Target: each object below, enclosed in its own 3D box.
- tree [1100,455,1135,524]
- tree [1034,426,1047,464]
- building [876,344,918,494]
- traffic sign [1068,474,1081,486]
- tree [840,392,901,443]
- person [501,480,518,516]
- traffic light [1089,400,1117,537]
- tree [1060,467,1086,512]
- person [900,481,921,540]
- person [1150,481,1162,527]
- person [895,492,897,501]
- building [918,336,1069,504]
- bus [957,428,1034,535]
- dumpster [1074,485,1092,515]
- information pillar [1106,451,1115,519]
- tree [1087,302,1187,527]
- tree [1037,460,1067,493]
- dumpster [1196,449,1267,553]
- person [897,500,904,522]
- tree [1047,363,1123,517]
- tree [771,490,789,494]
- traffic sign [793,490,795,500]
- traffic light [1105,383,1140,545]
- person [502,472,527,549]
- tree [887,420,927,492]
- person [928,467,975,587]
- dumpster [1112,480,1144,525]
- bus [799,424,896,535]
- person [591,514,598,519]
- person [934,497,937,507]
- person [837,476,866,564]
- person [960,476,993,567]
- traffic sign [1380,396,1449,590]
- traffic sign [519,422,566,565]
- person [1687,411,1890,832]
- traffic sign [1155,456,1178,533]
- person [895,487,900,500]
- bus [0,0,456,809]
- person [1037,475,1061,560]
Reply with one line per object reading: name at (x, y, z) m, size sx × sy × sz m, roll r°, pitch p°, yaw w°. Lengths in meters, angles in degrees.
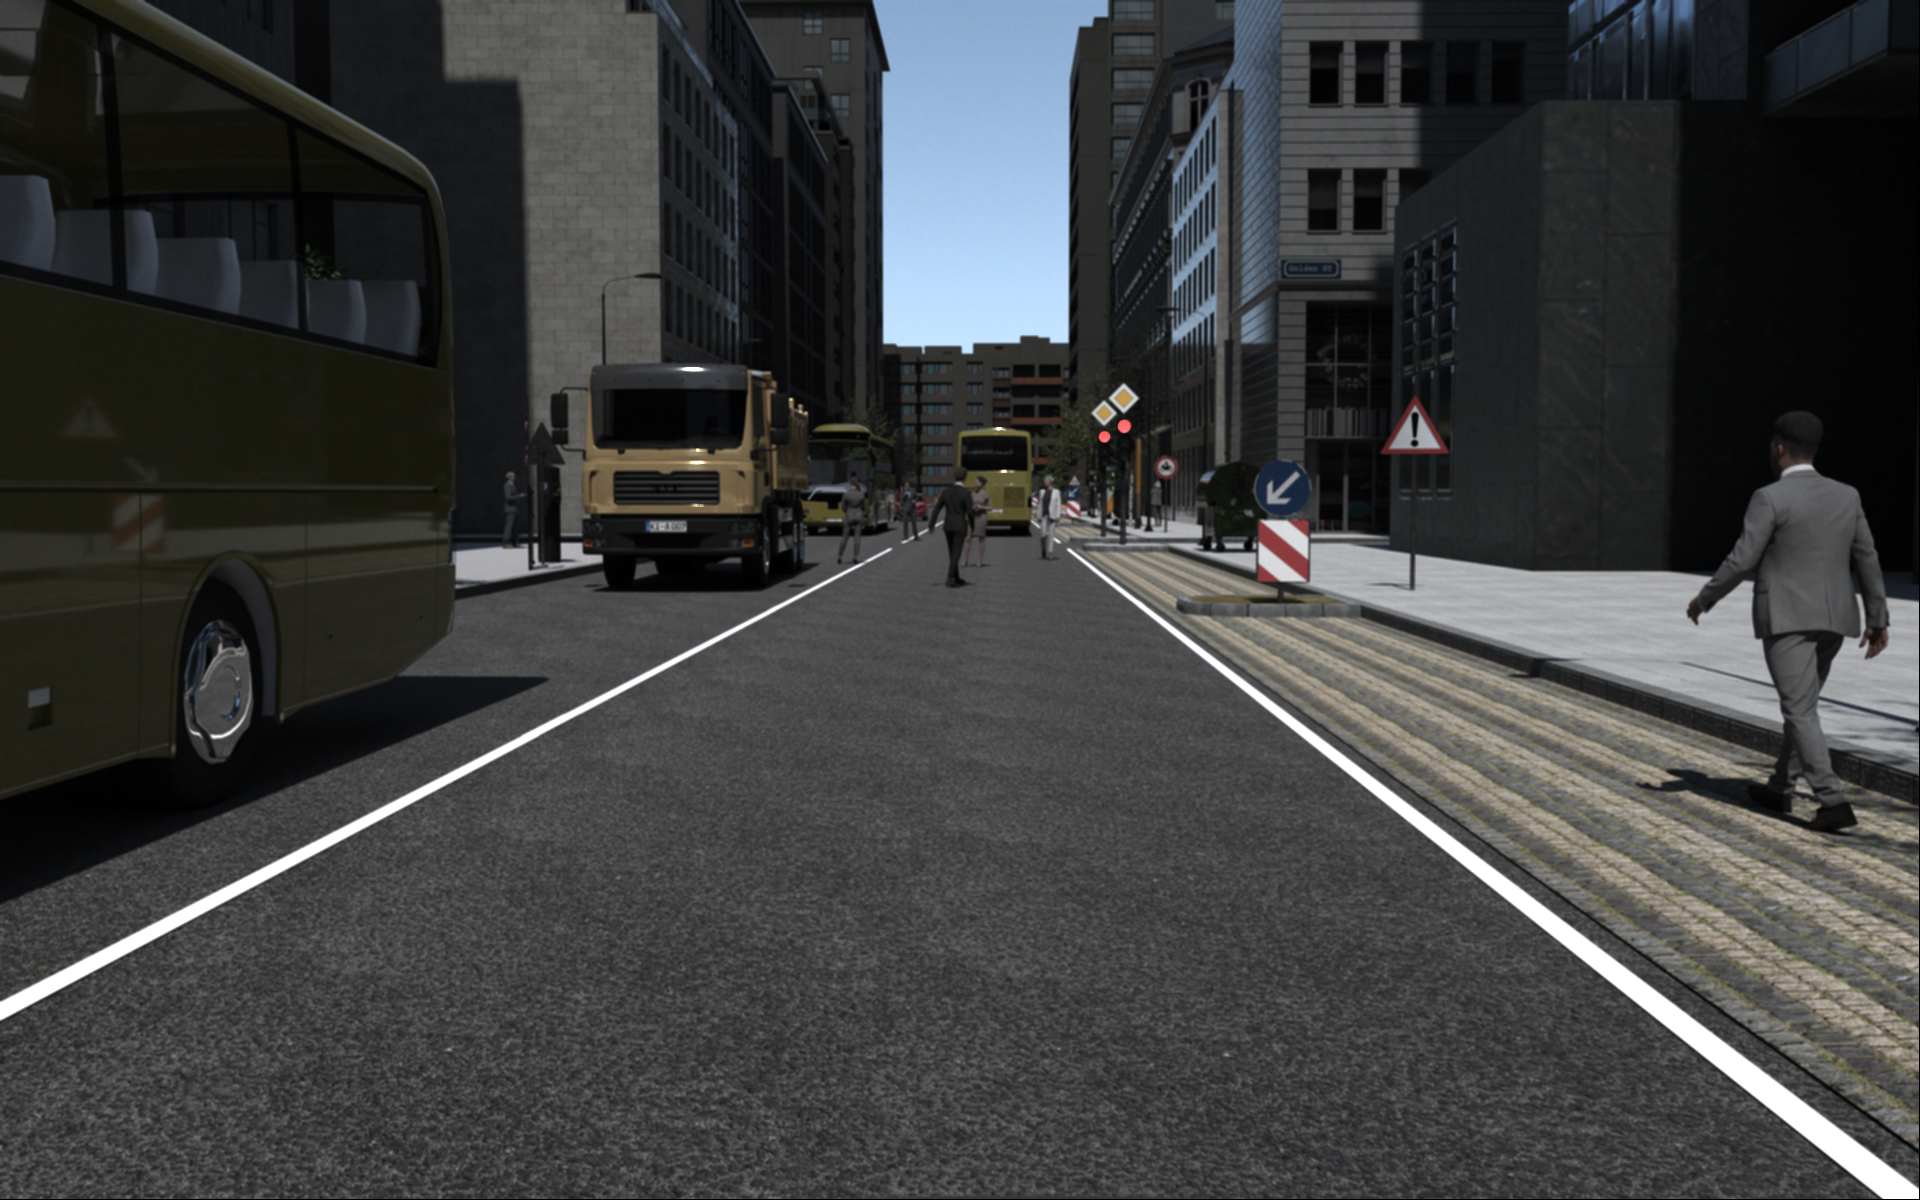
tree at (7.062, -4.956, 75.638) m, size 1.663 × 3.219 × 1.824 m, roll 0°, pitch 3°, yaw 0°
tree at (8.134, -11.231, 133.993) m, size 4.737 × 8.622 × 4.395 m, roll 0°, pitch 3°, yaw 0°
building at (-19.438, -23.426, 228.059) m, size 28.899 × 21.520 × 27.650 m, roll 0°, pitch 4°, yaw 1°
traffic sign at (7.369, -6.811, 111.356) m, size 0.884 × 2.594 × 0.081 m, roll 0°, pitch 4°, yaw 2°
tree at (-6.628, -10.619, 123.984) m, size 4.737 × 8.622 × 4.395 m, roll 0°, pitch 3°, yaw 0°
person at (-13.420, -2.797, 51.875) m, size 0.616 × 1.811 × 0.778 m, roll -3°, pitch 5°, yaw -42°
traffic light at (4.278, -3.843, 51.759) m, size 0.839 × 4.253 × 0.868 m, roll 0°, pitch 4°, yaw 1°
tree at (8.268, -7.891, 123.621) m, size 1.663 × 3.219 × 1.824 m, roll 0°, pitch 3°, yaw 0°
person at (-1.527, -2.759, 53.421) m, size 0.655 × 1.846 × 0.447 m, roll -1°, pitch 4°, yaw -9°
person at (7.665, -3.769, 67.847) m, size 0.537 × 1.800 × 0.526 m, roll 0°, pitch 4°, yaw -8°
person at (-6.596, -10.386, 175.955) m, size 0.705 × 1.812 × 1.348 m, roll 3°, pitch 5°, yaw 41°
building at (9.836, -23.349, 226.790) m, size 28.899 × 21.520 × 27.650 m, roll 0°, pitch 4°, yaw 1°
bus at (1.330, -4.411, 63.667) m, size 2.896 × 3.916 × 12.252 m, roll 0°, pitch 4°, yaw 2°
dumpster at (7.499, -6.182, 106.829) m, size 1.264 × 1.857 × 1.865 m, roll 0°, pitch 4°, yaw 1°
information pillar at (7.692, -5.936, 88.408) m, size 0.183 × 3.616 × 0.504 m, roll -3°, pitch 5°, yaw -42°
tree at (6.691, -7.147, 67.219) m, size 4.360 × 8.622 × 3.978 m, roll 0°, pitch 3°, yaw 0°
tree at (8.759, -10.709, 158.812) m, size 4.285 × 4.588 × 4.351 m, roll 0°, pitch 3°, yaw 0°
dumpster at (6.118, -2.206, 38.569) m, size 1.502 × 2.255 × 1.985 m, roll 0°, pitch 4°, yaw 1°
person at (-2.808, -4.502, 87.605) m, size 1.012 × 1.151 × 0.738 m, roll -3°, pitch 5°, yaw -40°
tree at (7.535, -8.934, 96.430) m, size 4.737 × 8.622 × 4.395 m, roll 0°, pitch 3°, yaw 0°
tree at (-6.942, -4.373, 66.098) m, size 1.663 × 3.219 × 1.824 m, roll 0°, pitch 3°, yaw 0°
traffic sign at (-6.967, -4.448, 72.824) m, size 0.768 × 2.556 × 0.104 m, roll 0°, pitch 4°, yaw 5°
traffic light at (4.109, -3.355, 43.775) m, size 0.839 × 4.253 × 0.868 m, roll 0°, pitch 4°, yaw 1°
person at (-10.496, -2.118, 40.841) m, size 0.590 × 1.801 × 0.661 m, roll -1°, pitch 4°, yaw -8°
tree at (-5.422, -13.830, 176.475) m, size 4.360 × 8.622 × 3.978 m, roll 0°, pitch 3°, yaw 0°
person at (-0.041, -1.128, 26.725) m, size 0.659 × 1.850 × 0.755 m, roll 2°, pitch 4°, yaw 32°
dumpster at (6.939, -4.019, 71.469) m, size 1.264 × 1.857 × 1.865 m, roll 0°, pitch 4°, yaw 1°
bus at (-4.075, -4.443, 64.195) m, size 2.896 × 3.916 × 12.252 m, roll 0°, pitch 4°, yaw 2°
person at (-8.796, -2.202, 41.413) m, size 0.474 × 1.900 × 0.648 m, roll 0°, pitch 4°, yaw -7°
person at (-1.551, -6.327, 116.953) m, size 0.505 × 1.210 × 0.382 m, roll 3°, pitch 4°, yaw 38°
person at (-2.225, -1.637, 35.535) m, size 0.520 × 1.790 × 0.573 m, roll -2°, pitch 4°, yaw -24°
person at (0.318, -1.536, 33.956) m, size 0.599 × 1.781 × 0.374 m, roll 2°, pitch 4°, yaw 23°
traffic sign at (6.030, -1.408, 23.021) m, size 0.884 × 2.594 × 0.081 m, roll 1°, pitch 4°, yaw 11°
traffic sign at (-7.567, -1.918, 31.363) m, size 0.884 × 2.594 × 0.081 m, roll 1°, pitch 4°, yaw 9°
person at (3.649, 0.076, 7.533) m, size 0.678 × 1.792 × 0.850 m, roll -1°, pitch 4°, yaw -12°
traffic sign at (6.870, -3.525, 57.735) m, size 0.768 × 2.556 × 0.104 m, roll 0°, pitch 4°, yaw 8°
person at (-5.109, -8.288, 141.494) m, size 0.705 × 1.831 × 1.348 m, roll 1°, pitch 4°, yaw 10°
bus at (-4.657, -0.829, 5.095) m, size 2.896 × 3.916 × 12.252 m, roll 0°, pitch 4°, yaw 2°
person at (1.931, -1.793, 37.696) m, size 0.514 × 1.842 × 0.818 m, roll 0°, pitch 4°, yaw 0°
